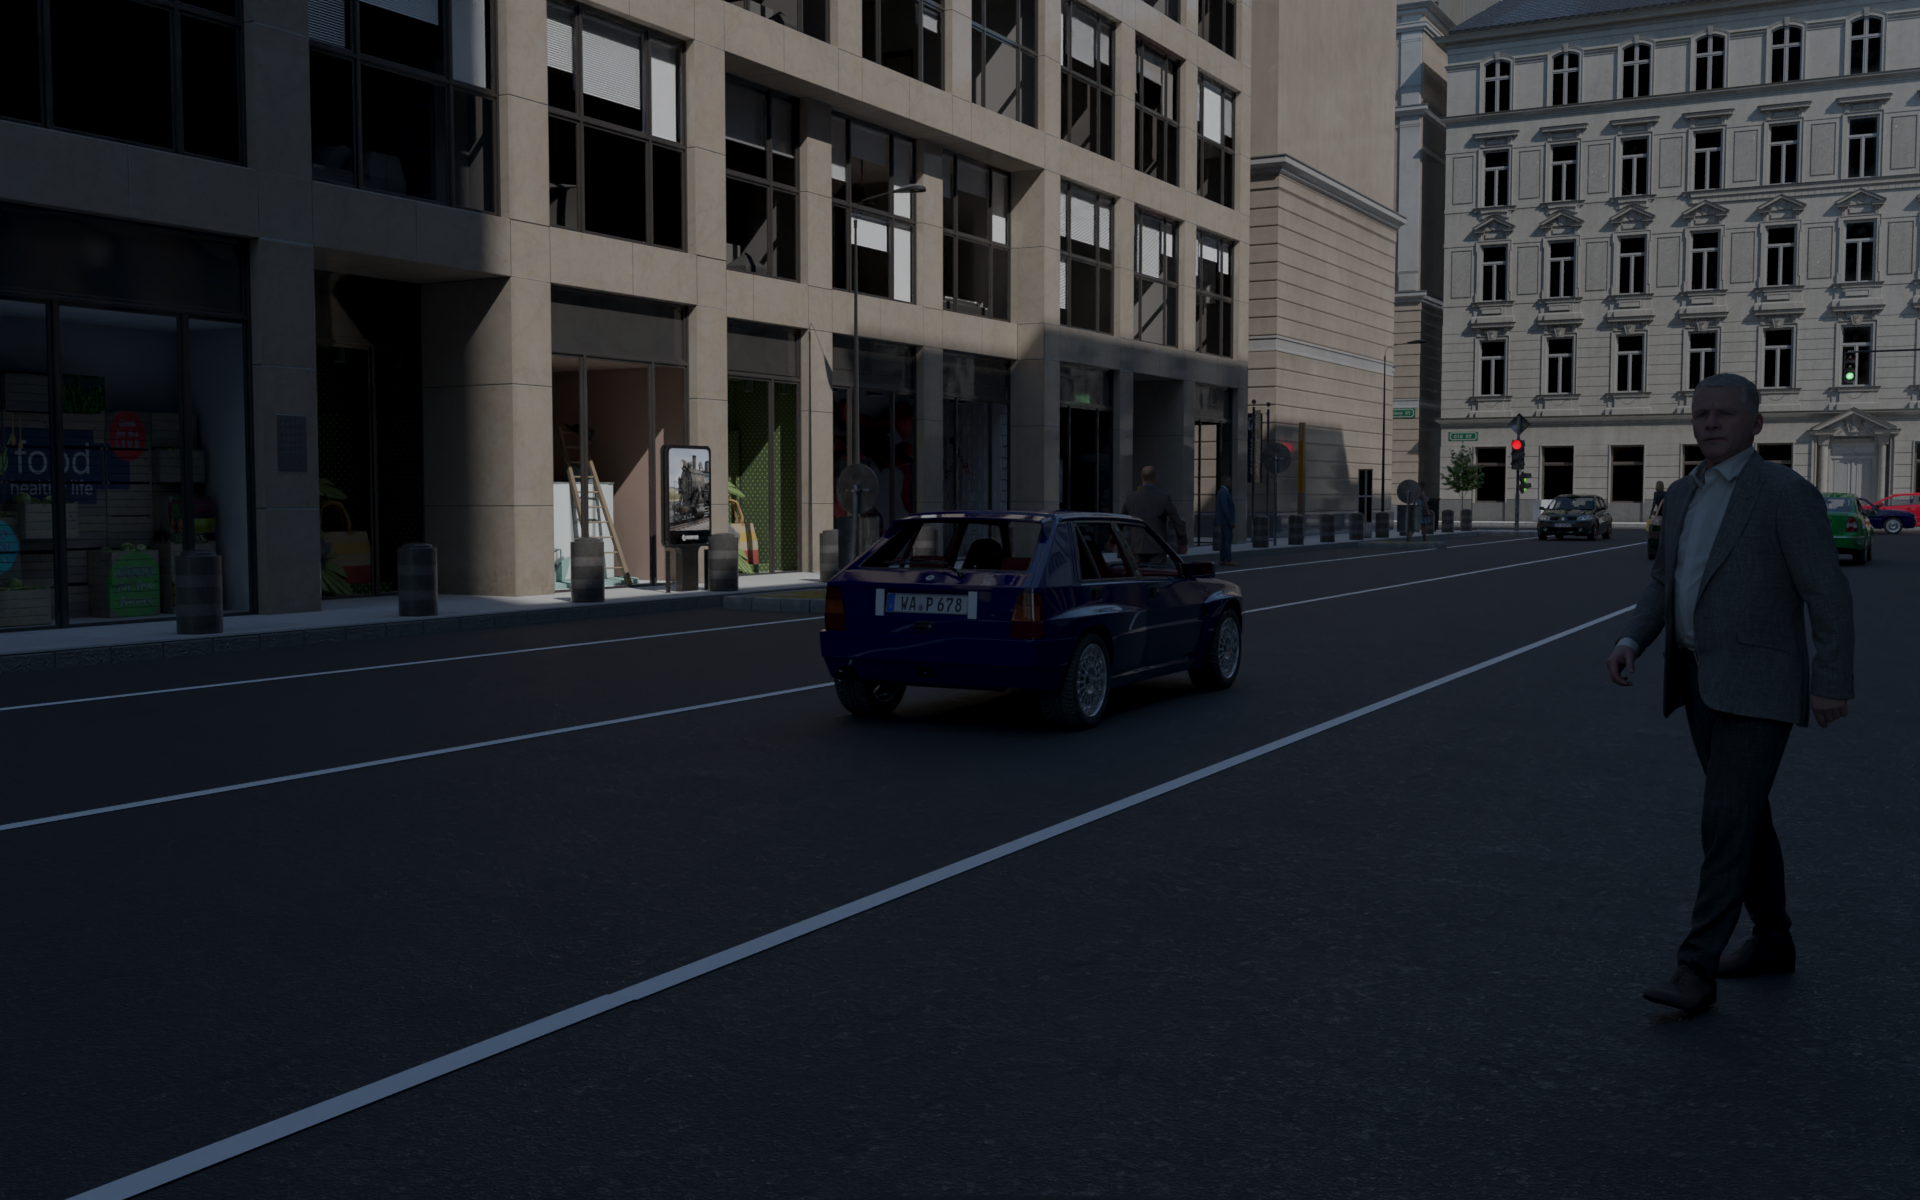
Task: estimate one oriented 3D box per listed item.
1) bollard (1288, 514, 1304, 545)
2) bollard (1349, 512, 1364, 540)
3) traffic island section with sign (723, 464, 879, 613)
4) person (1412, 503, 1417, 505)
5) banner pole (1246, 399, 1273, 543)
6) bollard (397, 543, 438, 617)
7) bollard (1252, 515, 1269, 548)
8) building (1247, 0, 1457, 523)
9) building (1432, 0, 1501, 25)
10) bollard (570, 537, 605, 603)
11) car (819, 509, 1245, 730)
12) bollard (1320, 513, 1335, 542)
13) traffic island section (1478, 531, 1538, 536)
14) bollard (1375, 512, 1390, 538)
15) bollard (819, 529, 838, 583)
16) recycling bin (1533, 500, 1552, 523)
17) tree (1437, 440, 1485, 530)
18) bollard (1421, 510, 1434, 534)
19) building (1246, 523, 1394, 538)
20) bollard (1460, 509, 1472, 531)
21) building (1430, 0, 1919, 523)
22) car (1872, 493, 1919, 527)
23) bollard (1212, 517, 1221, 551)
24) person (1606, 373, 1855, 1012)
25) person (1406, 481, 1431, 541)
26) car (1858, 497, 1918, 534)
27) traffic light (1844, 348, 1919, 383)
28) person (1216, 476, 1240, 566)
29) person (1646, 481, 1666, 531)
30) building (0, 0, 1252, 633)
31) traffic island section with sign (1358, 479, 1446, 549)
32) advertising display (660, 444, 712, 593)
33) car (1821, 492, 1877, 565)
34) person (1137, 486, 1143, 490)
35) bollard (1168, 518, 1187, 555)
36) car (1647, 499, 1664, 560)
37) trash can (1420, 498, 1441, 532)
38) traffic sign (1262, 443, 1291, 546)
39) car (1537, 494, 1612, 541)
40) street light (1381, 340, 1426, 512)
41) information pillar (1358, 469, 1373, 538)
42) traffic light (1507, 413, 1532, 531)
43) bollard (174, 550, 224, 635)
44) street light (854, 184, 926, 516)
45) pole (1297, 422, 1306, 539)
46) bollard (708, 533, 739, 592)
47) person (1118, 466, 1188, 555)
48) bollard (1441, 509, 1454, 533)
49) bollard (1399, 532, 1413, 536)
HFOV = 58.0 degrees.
[{"bbox_3d":[8.493,-1.777,43.769,0.404,0.777,0.398,0,3,0],"label":"bollard"},{"bbox_3d":[11.086,-2.061,48.422,0.404,0.777,0.398,0,3,0],"label":"bollard"},{"bbox_3d":[-1.612,-0.811,21.895,1.989,1.847,2.006,2,4,29],"label":"traffic island section with sign"},{"bbox_3d":[17.340,-3.392,66.019,0.516,1.574,0.319,1,4,13],"label":"person"},{"bbox_3d":[8.154,-3.493,47.124,0.863,3.779,0.401,-1,4,-11],"label":"banner pole"},{"bbox_3d":[-5.723,-0.218,18.279,0.404,0.777,0.398,0,3,0],"label":"bollard"},{"bbox_3d":[7.197,-1.635,41.455,0.404,0.777,0.398,0,3,0],"label":"bollard"},{"bbox_3d":[16.554,-18.753,92.514,20.117,28.700,13.634,2,4,29],"label":"building"},{"bbox_3d":[54.563,-34.736,157.166,28.713,52.752,27.495,2,4,29],"label":"building"},{"bbox_3d":[-4.429,-0.360,20.596,0.404,0.777,0.398,0,3,0],"label":"bollard"},{"bbox_3d":[0.677,0.031,12.072,1.945,1.354,3.894,2,4,28],"label":"car"},{"bbox_3d":[9.781,-1.919,46.086,0.404,0.777,0.398,0,3,0],"label":"bollard"},{"bbox_3d":[19.308,-2.316,60.142,2.009,0.180,2.903,2,4,29],"label":"traffic island section"},{"bbox_3d":[12.374,-2.203,50.736,0.404,0.777,0.398,0,3,0],"label":"bollard"},{"bbox_3d":[-1.848,-0.644,25.241,0.404,0.777,0.398,0,3,0],"label":"bollard"},{"bbox_3d":[26.347,-4.010,78.125,0.722,1.027,0.722,-1,4,-10],"label":"recycling bin"},{"bbox_3d":[17.816,-4.111,61.823,1.663,3.219,1.824,0,3,0],"label":"tree"},{"bbox_3d":[14.955,-2.486,55.363,0.404,0.777,0.398,0,3,0],"label":"bollard"},{"bbox_3d":[3.827,-16.745,59.685,20.117,28.700,13.634,2,4,29],"label":"building"},{"bbox_3d":[17.535,-2.769,59.996,0.404,0.777,0.398,0,3,0],"label":"bollard"},{"bbox_3d":[45.289,-18.427,77.693,44.131,29.872,17.030,2,4,29],"label":"building"},{"bbox_3d":[35.283,-3.434,65.179,4.494,1.783,2.155,2,4,28],"label":"car"},{"bbox_3d":[5.906,-1.494,39.140,0.404,0.777,0.398,0,3,0],"label":"bollard"},{"bbox_3d":[2.158,0.241,4.958,0.834,1.777,0.661,-2,4,-31],"label":"person"},{"bbox_3d":[13.032,-2.473,49.023,0.778,1.811,0.616,-1,4,-21],"label":"person"},{"bbox_3d":[32.565,-3.078,62.910,3.894,1.354,1.945,2,4,28],"label":"car"},{"bbox_3d":[30.111,-4.844,53.869,4.771,5.953,1.251,2,4,29],"label":"traffic light"},{"bbox_3d":[5.336,-1.595,34.753,0.419,1.800,0.721,0,4,-6],"label":"person"},{"bbox_3d":[19.725,-2.388,47.757,1.509,1.804,0.699,1,4,17],"label":"person"},{"bbox_3d":[-9.250,-14.024,33.804,19.350,26.468,34.151,2,4,29],"label":"building"},{"bbox_3d":[11.814,-2.284,45.972,1.989,1.847,2.006,2,4,29],"label":"traffic island section with sign"},{"bbox_3d":[-3.603,-1.078,22.832,0.123,1.923,0.974,2,4,27],"label":"advertising display"},{"bbox_3d":[18.230,-1.698,36.563,1.959,1.807,4.718,2,4,30],"label":"car"},{"bbox_3d":[3.221,-1.231,30.698,0.319,1.574,0.516,0,4,-1],"label":"person"},{"bbox_3d":[4.619,-1.352,36.825,0.404,0.777,0.398,0,3,0],"label":"bollard"},{"bbox_3d":[16.517,-1.774,38.799,2.009,1.686,4.222,2,4,28],"label":"car"},{"bbox_3d":[16.029,-2.903,59.112,0.748,1.137,0.748,0,3,0],"label":"trash can"},{"bbox_3d":[7.807,-2.615,42.862,0.768,2.556,0.104,2,4,30],"label":"traffic sign"},{"bbox_3d":[19.415,-2.743,54.638,2.009,1.686,4.222,2,4,30],"label":"car"},{"bbox_3d":[13.370,-4.888,52.463,1.470,5.913,1.316,2,4,29],"label":"street light"},{"bbox_3d":[11.794,-2.809,50.417,0.304,2.012,0.304,-3,4,-37],"label":"information pillar"},{"bbox_3d":[19.338,-4.347,59.989,0.839,4.253,0.868,2,4,29],"label":"traffic light"},{"bbox_3d":[-7.014,-0.076,15.964,0.404,0.777,0.398,0,3,0],"label":"bollard"},{"bbox_3d":[-1.128,-3.292,26.365,1.470,5.913,1.316,2,4,29],"label":"street light"},{"bbox_3d":[9.741,-3.398,49.394,0.158,3.312,0.155,0,3,0],"label":"pole"},{"bbox_3d":[-3.132,-0.502,22.925,0.404,0.777,0.398,0,3,0],"label":"bollard"},{"bbox_3d":[2.195,-0.681,20.189,0.990,1.755,0.434,2,4,27],"label":"person"},{"bbox_3d":[16.246,-2.628,57.682,0.404,0.777,0.398,0,3,0],"label":"bollard"},{"bbox_3d":[13.665,-2.344,53.049,0.404,0.777,0.398,0,3,0],"label":"bollard"}]
